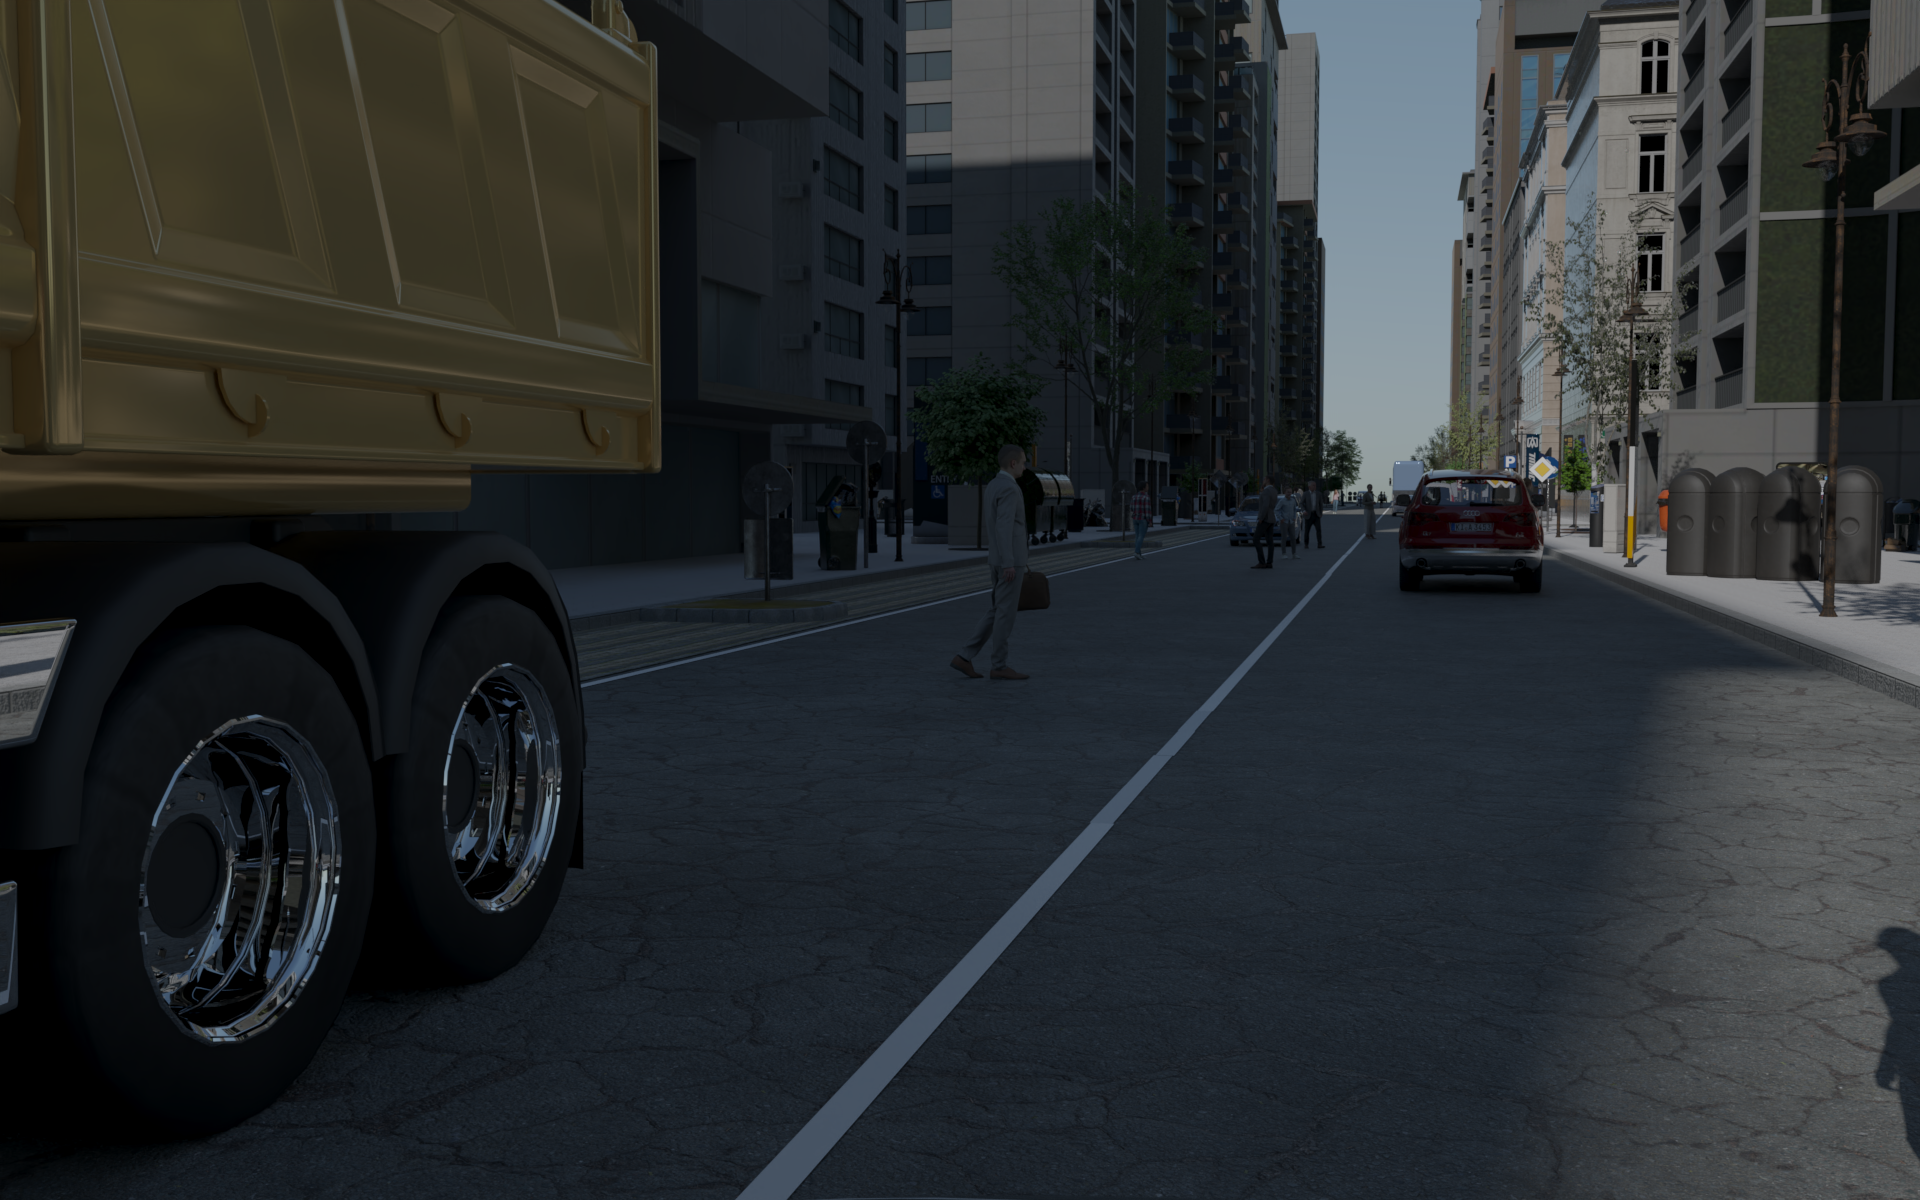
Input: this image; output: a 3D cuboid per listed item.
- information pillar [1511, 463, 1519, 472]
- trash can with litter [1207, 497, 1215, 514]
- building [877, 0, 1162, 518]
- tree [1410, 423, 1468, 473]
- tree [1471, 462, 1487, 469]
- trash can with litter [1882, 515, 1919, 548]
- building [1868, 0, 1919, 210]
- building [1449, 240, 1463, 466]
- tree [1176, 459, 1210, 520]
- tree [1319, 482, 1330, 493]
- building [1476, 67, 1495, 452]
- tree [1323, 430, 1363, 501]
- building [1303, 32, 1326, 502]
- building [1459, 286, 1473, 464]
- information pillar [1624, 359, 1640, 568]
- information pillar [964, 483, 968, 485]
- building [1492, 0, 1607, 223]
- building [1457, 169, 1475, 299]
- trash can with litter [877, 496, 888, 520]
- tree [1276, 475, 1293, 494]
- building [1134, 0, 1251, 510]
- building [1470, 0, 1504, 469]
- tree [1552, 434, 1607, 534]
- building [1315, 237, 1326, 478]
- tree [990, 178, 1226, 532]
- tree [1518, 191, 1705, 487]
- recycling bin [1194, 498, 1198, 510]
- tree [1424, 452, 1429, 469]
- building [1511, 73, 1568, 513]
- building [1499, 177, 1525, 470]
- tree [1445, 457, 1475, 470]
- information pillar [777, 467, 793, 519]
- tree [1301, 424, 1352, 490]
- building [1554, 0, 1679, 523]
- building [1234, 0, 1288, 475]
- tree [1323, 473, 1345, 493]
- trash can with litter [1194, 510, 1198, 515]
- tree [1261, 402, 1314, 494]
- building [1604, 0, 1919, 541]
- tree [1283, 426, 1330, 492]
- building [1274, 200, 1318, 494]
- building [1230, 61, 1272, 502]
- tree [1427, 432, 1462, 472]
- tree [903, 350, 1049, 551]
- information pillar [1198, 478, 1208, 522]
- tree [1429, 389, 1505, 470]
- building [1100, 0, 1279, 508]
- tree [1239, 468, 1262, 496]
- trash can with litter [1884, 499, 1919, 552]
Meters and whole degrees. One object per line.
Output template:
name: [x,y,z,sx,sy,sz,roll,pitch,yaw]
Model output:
information pillar: [34.523,-7.131,107.942,0.504,3.616,0.183,1,4,9]
trash can with litter: [15.975,-6.018,109.780,0.624,1.170,1.055,-3,5,-43]
building: [1.745,-40.573,101.628,20.563,71.187,20.611,1,4,14]
tree: [63.286,-17.996,228.643,8.767,10.594,7.601,1,4,15]
tree: [31.286,-6.749,104.954,1.663,3.219,1.824,0,3,0]
trash can with litter: [22.811,-1.862,41.508,2.233,1.210,1.678,-1,4,-9]
building: [27.181,-26.120,16.295,28.713,52.752,27.495,1,4,14]
building: [90.325,-39.330,293.158,14.600,45.320,14.200,1,4,14]
tree: [11.652,-5.668,87.273,1.663,3.219,1.824,0,3,0]
tree: [52.151,-15.399,246.371,1.663,3.219,1.824,0,3,0]
building: [63.871,-31.765,173.987,22.147,44.769,28.867,1,4,14]
tree: [67.380,-23.684,305.362,7.486,12.596,7.792,0,3,0]
building: [48.467,-51.215,275.615,20.563,71.187,20.611,1,4,14]
building: [80.092,-29.414,252.626,14.160,30.474,14.107,1,4,14]
information pillar: [11.817,-2.387,30.385,0.183,3.616,0.504,2,4,28]
information pillar: [0.206,-6.171,92.247,0.183,3.616,0.504,3,5,43]
building: [54.730,-30.799,153.678,14.600,45.320,14.200,1,4,14]
building: [92.691,-41.688,270.835,28.713,52.752,27.495,1,4,14]
trash can with litter: [-4.059,-4.589,86.424,1.055,1.170,0.624,2,4,26]
tree: [29.939,-10.130,160.228,1.663,3.219,1.824,0,3,0]
building: [10.664,-29.356,134.587,22.147,44.769,28.867,1,4,14]
building: [70.572,-40.322,201.260,21.231,58.520,28.212,1,4,14]
tree: [19.971,-3.776,56.346,1.663,3.219,1.824,0,3,0]
building: [54.433,-39.375,293.894,14.600,45.320,14.200,1,4,14]
tree: [5.138,-8.129,58.671,9.928,11.665,9.643,0,3,0]
tree: [16.058,-5.668,43.030,4.360,8.622,3.978,0,3,0]
recycling bin: [14.752,-6.000,110.652,0.722,1.027,0.722,-1,4,-20]
tree: [59.228,-16.041,212.637,4.737,8.622,4.395,0,3,0]
building: [43.528,-19.947,112.034,13.634,28.700,20.117,1,4,14]
building: [49.824,-20.821,133.929,14.314,27.812,24.014,1,4,14]
tree: [44.136,-10.326,152.535,4.285,4.588,4.351,0,3,0]
information pillar: [-4.689,-2.566,46.439,0.304,2.012,0.304,2,4,34]
tree: [47.847,-17.851,226.271,7.601,10.594,8.767,2,4,32]
building: [51.025,-18.529,79.359,44.131,29.872,17.030,1,4,14]
building: [19.011,-36.288,182.555,28.713,52.752,27.495,1,4,14]
tree: [55.979,-16.870,259.529,4.285,4.588,4.351,0,3,0]
trash can with litter: [14.285,-5.852,107.068,1.055,1.170,0.624,-2,4,-25]
tree: [25.751,-11.463,137.789,4.360,8.622,3.978,0,3,0]
building: [31.327,-37.414,49.965,20.563,71.187,20.611,1,4,14]
tree: [39.225,-14.849,193.138,4.737,8.622,4.395,0,3,0]
building: [40.478,-36.587,252.815,22.147,44.769,28.867,1,4,14]
building: [21.099,-29.183,160.734,14.154,41.232,14.086,1,4,14]
tree: [56.991,-15.407,202.270,4.360,8.622,3.978,0,3,0]
tree: [0.365,-3.423,39.678,4.285,4.588,4.351,0,3,0]
information pillar: [11.275,-4.645,80.435,0.304,2.012,0.304,-2,4,-29]
tree: [35.609,-10.406,120.494,4.737,8.622,4.395,0,3,0]
building: [28.913,-46.850,204.249,20.563,71.187,20.611,1,4,14]
tree: [19.407,-7.481,116.912,1.663,3.219,1.824,0,3,0]
trash can with litter: [21.073,-1.665,38.611,1.055,1.170,0.624,-3,5,-42]
